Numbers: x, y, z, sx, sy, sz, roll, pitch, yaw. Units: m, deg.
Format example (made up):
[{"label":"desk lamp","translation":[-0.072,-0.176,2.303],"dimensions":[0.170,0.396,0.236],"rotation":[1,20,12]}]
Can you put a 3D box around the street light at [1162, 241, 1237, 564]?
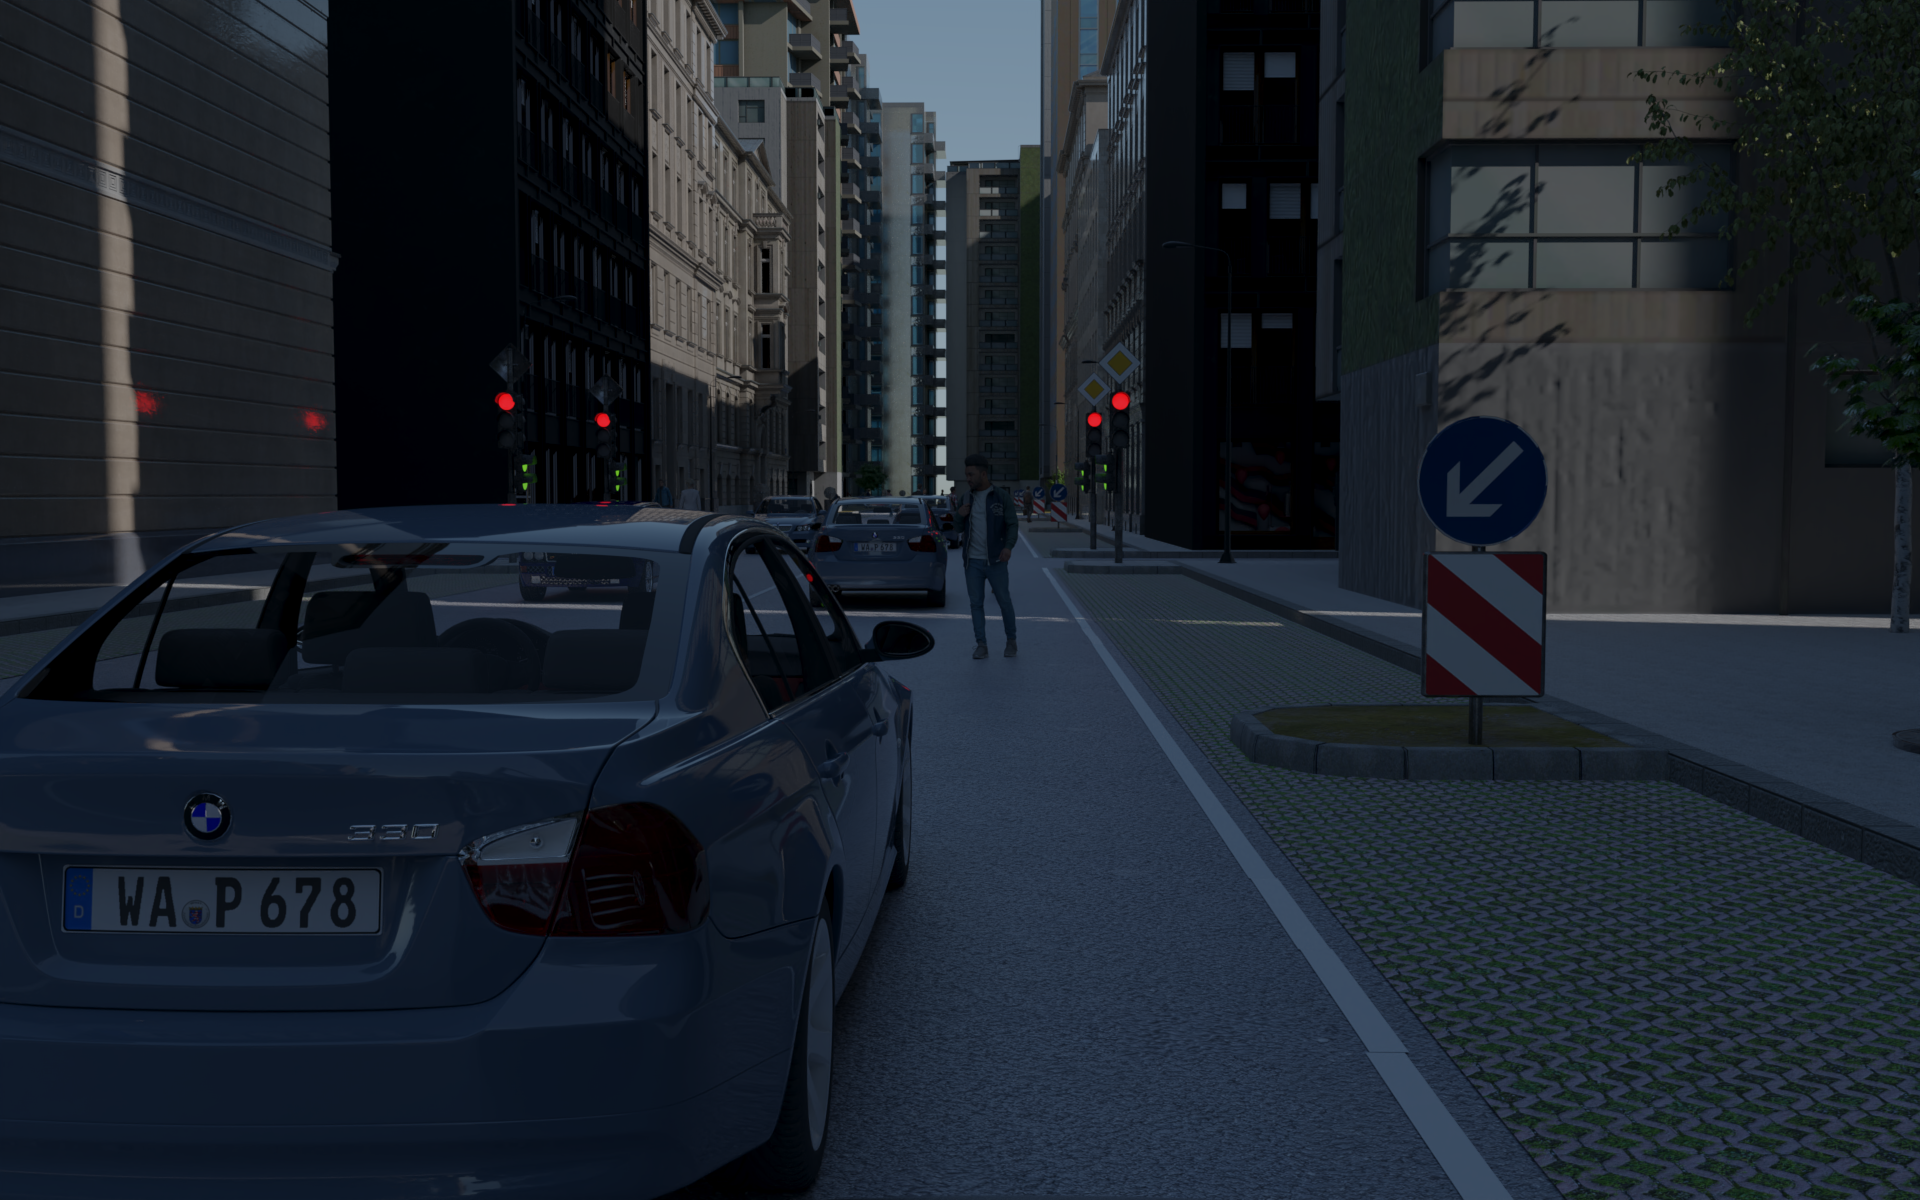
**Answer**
[{"label":"street light","translation":[4.421,-3.637,32.005],"dimensions":[1.470,5.913,1.316],"rotation":[0,4,1]}]

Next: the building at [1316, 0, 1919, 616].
[{"label":"building","translation":[12.222,-20.820,24.000],"dimensions":[14.154,41.232,14.086],"rotation":[0,4,1]}]

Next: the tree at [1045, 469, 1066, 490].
[{"label":"tree","translation":[6.681,-7.691,120.349],"dimensions":[1.663,3.219,1.824],"rotation":[0,3,0]}]

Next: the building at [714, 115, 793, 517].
[{"label":"building","translation":[-16.924,-17.053,97.898],"dimensions":[14.460,24.649,34.723],"rotation":[0,4,1]}]

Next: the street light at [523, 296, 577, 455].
[{"label":"street light","translation":[-9.665,-4.170,40.714],"dimensions":[1.470,5.913,1.316],"rotation":[0,4,1]}]

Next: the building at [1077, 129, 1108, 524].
[{"label":"building","translation":[11.106,-13.819,80.696],"dimensions":[10.420,20.320,16.860],"rotation":[0,4,1]}]

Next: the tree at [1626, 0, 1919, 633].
[{"label":"tree","translation":[8.465,-4.000,15.756],"dimensions":[4.737,8.622,4.395],"rotation":[0,3,0]}]

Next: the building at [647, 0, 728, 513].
[{"label":"building","translation":[-17.104,-16.556,67.958],"dimensions":[12.463,27.353,25.104],"rotation":[0,4,1]}]

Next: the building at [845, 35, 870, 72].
[{"label":"building","translation":[-23.539,-34.252,179.627],"dimensions":[30.456,49.044,23.786],"rotation":[0,4,1]}]

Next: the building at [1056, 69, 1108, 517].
[{"label":"building","translation":[12.284,-18.602,101.407],"dimensions":[12.463,27.353,25.104],"rotation":[0,4,1]}]

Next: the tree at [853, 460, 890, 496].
[{"label":"tree","translation":[-8.378,-11.003,163.608],"dimensions":[4.285,4.588,4.351],"rotation":[0,3,0]}]

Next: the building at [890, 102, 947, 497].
[{"label":"building","translation":[-16.864,-36.166,210.921],"dimensions":[30.456,49.044,23.786],"rotation":[0,4,1]}]

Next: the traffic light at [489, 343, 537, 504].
[{"label":"traffic light","translation":[-8.333,-2.649,32.232],"dimensions":[0.839,4.253,0.868],"rotation":[0,4,1]}]

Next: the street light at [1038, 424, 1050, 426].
[{"label":"street light","translation":[5.881,-8.697,114.732],"dimensions":[1.470,5.913,1.316],"rotation":[0,4,1]}]

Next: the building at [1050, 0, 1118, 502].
[{"label":"building","translation":[13.928,-29.332,129.686],"dimensions":[14.600,45.320,14.200],"rotation":[0,4,1]}]

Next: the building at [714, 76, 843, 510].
[{"label":"building","translation":[-16.007,-21.520,123.547],"dimensions":[14.160,30.474,14.107],"rotation":[0,4,1]}]

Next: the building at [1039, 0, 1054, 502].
[{"label":"building","translation":[18.595,-38.732,175.271],"dimensions":[21.231,58.520,28.212],"rotation":[0,4,1]}]

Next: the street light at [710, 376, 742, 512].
[{"label":"street light","translation":[-9.244,-5.839,68.001],"dimensions":[1.470,5.913,1.316],"rotation":[0,4,1]}]

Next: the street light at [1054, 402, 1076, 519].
[{"label":"street light","translation":[5.427,-7.034,87.539],"dimensions":[1.470,5.913,1.316],"rotation":[0,4,1]}]

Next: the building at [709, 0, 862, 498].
[{"label":"building","translation":[-19.864,-29.996,145.062],"dimensions":[22.147,44.769,28.867],"rotation":[0,4,1]}]

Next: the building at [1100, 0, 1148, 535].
[{"label":"building","translation":[10.460,-13.036,62.292],"dimensions":[9.793,20.994,18.267],"rotation":[0,4,1]}]

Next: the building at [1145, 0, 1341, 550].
[{"label":"building","translation":[13.305,-13.153,44.730],"dimensions":[15.834,23.373,12.332],"rotation":[0,4,1]}]

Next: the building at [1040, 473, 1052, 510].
[{"label":"building","translation":[23.173,-27.945,148.780],"dimensions":[32.217,40.220,23.993],"rotation":[0,4,1]}]

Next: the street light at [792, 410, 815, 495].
[{"label":"street light","translation":[-8.662,-7.521,95.509],"dimensions":[1.470,5.913,1.316],"rotation":[0,4,1]}]

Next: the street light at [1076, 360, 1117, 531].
[{"label":"street light","translation":[4.899,-5.359,60.164],"dimensions":[1.470,5.913,1.316],"rotation":[0,4,1]}]

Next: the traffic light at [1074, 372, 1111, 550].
[{"label":"traffic light","translation":[3.071,-3.126,40.029],"dimensions":[0.839,4.253,0.868],"rotation":[0,4,1]}]

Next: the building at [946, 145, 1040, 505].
[{"label":"building","translation":[5.312,-31.934,205.710],"dimensions":[14.086,41.232,14.154],"rotation":[0,4,1]}]

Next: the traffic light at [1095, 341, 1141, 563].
[{"label":"traffic light","translation":[2.926,-2.638,32.045],"dimensions":[0.839,4.253,0.868],"rotation":[0,4,1]}]

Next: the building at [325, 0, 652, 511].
[{"label":"building","translation":[-16.244,-13.330,47.624],"dimensions":[12.332,23.373,15.834],"rotation":[0,4,1]}]

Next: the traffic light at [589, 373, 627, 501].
[{"label":"traffic light","translation":[-8.189,-3.137,40.216],"dimensions":[0.839,4.253,0.868],"rotation":[0,4,1]}]

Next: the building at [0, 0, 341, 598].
[{"label":"building","translation":[-21.448,-14.671,25.769],"dimensions":[20.117,28.700,13.634],"rotation":[0,4,1]}]

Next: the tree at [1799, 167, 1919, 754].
[{"label":"tree","translation":[5.288,-0.860,8.658],"dimensions":[1.663,3.219,1.824],"rotation":[0,3,0]}]
